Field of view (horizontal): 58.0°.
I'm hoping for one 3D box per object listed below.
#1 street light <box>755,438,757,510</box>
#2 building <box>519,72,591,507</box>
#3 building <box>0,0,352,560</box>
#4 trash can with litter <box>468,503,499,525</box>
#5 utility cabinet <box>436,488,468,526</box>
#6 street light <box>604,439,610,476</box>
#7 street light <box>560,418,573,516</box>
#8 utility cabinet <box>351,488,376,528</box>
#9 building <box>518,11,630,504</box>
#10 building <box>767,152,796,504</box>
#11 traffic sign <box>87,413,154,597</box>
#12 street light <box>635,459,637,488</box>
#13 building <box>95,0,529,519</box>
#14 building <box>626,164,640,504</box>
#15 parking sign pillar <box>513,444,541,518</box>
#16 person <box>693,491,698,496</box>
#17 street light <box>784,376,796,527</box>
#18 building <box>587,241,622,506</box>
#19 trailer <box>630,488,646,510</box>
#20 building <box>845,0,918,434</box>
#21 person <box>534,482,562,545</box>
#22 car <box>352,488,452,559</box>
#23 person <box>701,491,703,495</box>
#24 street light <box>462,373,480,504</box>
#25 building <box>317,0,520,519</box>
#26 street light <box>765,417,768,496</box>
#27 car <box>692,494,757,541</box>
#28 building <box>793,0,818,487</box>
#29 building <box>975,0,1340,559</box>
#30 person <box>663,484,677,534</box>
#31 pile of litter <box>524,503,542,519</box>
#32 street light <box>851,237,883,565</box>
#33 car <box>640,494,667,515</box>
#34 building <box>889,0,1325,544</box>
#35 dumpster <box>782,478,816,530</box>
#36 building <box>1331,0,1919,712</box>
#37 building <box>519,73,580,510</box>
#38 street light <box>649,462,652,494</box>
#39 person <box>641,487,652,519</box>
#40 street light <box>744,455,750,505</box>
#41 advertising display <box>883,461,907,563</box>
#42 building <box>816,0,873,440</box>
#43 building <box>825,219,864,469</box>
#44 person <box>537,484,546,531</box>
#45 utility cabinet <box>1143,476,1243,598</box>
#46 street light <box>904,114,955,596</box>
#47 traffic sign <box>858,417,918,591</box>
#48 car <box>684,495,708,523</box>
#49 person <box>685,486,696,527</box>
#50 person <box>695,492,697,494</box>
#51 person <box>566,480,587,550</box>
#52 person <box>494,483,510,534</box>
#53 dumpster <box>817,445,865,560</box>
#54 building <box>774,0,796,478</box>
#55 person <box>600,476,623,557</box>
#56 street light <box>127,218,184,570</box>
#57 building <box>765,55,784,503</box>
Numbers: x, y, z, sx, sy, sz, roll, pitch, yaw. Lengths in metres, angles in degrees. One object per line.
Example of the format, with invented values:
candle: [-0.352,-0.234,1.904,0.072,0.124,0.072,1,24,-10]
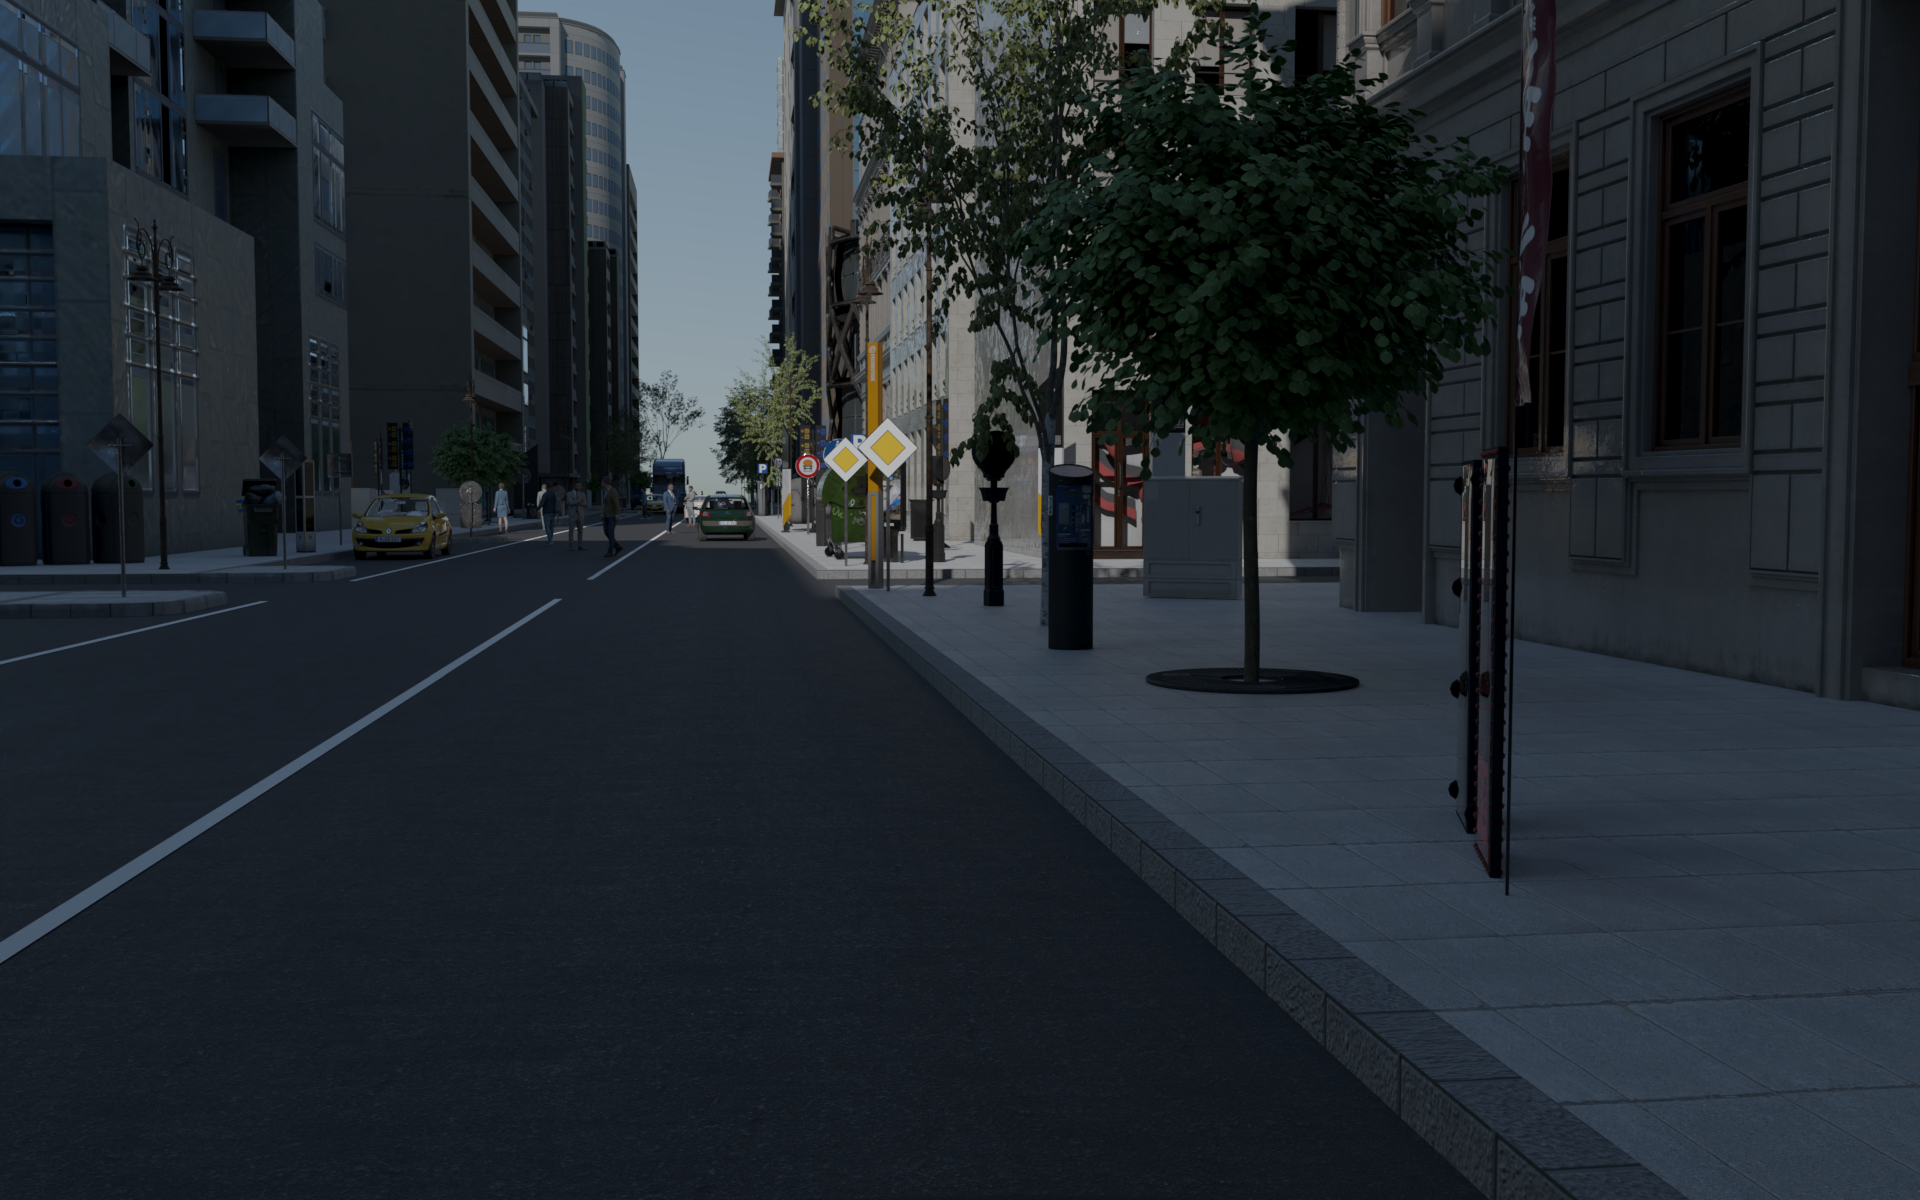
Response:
street light: [-16.887,-10.420,143.157,0.468,5.910,1.993,0,4,-8]
building: [-42.763,-29.360,163.624,14.154,41.232,14.086,0,4,-8]
building: [-29.442,-44.774,44.726,22.319,86.520,31.000,0,4,-8]
trash can with litter: [-19.892,-3.642,70.600,2.233,1.210,1.678,-1,4,-12]
utility cabinet: [-19.948,-3.631,68.050,1.173,1.500,0.318,0,3,0]
street light: [-28.983,-10.377,142.447,0.468,5.910,1.993,0,4,-8]
street light: [-23.890,-8.132,105.742,0.468,5.910,1.993,0,4,-8]
utility cabinet: [-22.444,-3.452,65.123,1.173,1.500,0.318,2,4,30]
building: [-52.588,-41.130,214.468,21.231,58.520,28.212,0,4,-8]
building: [-13.085,-34.566,219.784,22.147,44.769,28.867,0,4,-8]
traffic sign: [-10.409,-1.093,21.506,0.795,2.450,0.064,0,4,-8]
street light: [-35.085,-13.154,187.863,0.468,5.910,1.993,0,4,-8]
building: [-40.360,-49.077,115.088,22.319,86.520,31.000,0,4,-8]
building: [-55.865,-37.692,239.971,21.300,48.544,21.600,0,4,-8]
parking sign pillar: [-23.366,-6.412,93.305,1.447,3.967,1.447,0,4,-5]
person: [-31.495,-12.026,205.112,1.348,1.826,0.705,1,4,22]
street light: [-6.652,-5.826,68.042,0.468,5.910,1.993,0,4,-8]
building: [-45.730,-25.883,194.895,14.160,30.474,14.107,0,4,-8]
trailer: [-28.027,-8.814,151.162,1.471,1.999,3.904,0,4,-6]
building: [1.231,-15.007,74.238,11.050,23.489,19.941,0,4,-8]
person: [-11.496,-2.425,48.493,0.721,1.781,0.623,2,4,29]
car: [-12.630,-1.778,39.298,2.015,1.641,3.980,-1,4,-8]
person: [-31.745,-12.506,212.974,0.705,1.824,1.348,-1,4,-9]
street light: [-18.668,-5.717,66.264,0.468,5.910,1.993,0,4,-8]
building: [-34.547,-28.398,88.011,21.300,48.544,21.600,0,4,-8]
street light: [-11.677,-8.067,104.679,0.468,5.910,1.993,0,4,-8]
car: [-7.331,-2.709,54.072,2.009,1.686,4.222,-1,4,-10]
building: [-2.547,-36.370,136.646,21.231,58.520,28.212,0,4,-8]
building: [9.398,-11.289,39.328,16.860,20.320,10.420,0,4,-8]
person: [-10.481,-3.295,62.555,0.419,1.800,0.721,1,4,21]
pile of litter: [-21.852,-4.595,89.100,1.176,0.858,1.719,0,4,-6]
street light: [-1.679,-3.585,31.399,0.468,5.910,1.993,0,4,-8]
car: [-21.386,-6.795,121.327,2.015,1.641,3.980,-1,4,-9]
building: [3.714,-12.292,55.718,10.420,20.320,16.860,0,4,-8]
dumpster: [-5.622,-3.396,61.289,1.264,1.857,1.865,0,4,-8]
building: [10.534,-10.636,10.056,11.583,22.565,21.152,0,4,-8]
building: [-48.594,-27.625,143.543,32.217,40.220,23.993,0,4,-8]
street light: [-40.212,-15.424,224.969,0.468,5.910,1.993,0,4,-8]
person: [-17.807,-5.480,98.121,0.620,1.820,0.660,-1,4,-22]
street light: [-21.925,-12.661,179.792,0.468,5.910,1.993,0,4,-8]
advertising display: [-1.300,-1.672,32.543,0.123,1.923,0.974,-2,4,-32]
building: [-2.246,-28.478,115.729,14.600,45.320,14.200,0,4,-8]
building: [0.750,-14.131,98.498,16.820,18.784,16.811,0,4,-8]
person: [-16.250,-3.628,67.917,0.635,1.810,0.391,-1,4,-22]
utility cabinet: [2.855,-0.769,21.258,1.173,1.500,0.318,1,4,22]
street light: [-0.383,-2.987,21.620,0.468,5.910,1.993,0,4,-8]
traffic sign: [-0.948,-1.170,22.766,0.795,2.450,0.064,0,4,-8]
car: [-12.865,-4.571,87.092,2.083,1.381,4.827,0,4,-6]
person: [-11.865,-4.117,75.990,0.511,1.800,0.466,2,4,31]
person: [-36.306,-13.974,237.759,1.217,1.735,0.721,-2,4,-35]
person: [-9.769,-2.174,44.219,0.466,1.800,0.511,3,5,42]
person: [-16.358,-3.263,61.875,0.581,1.822,0.654,-2,4,-24]
dumpster: [-2.059,-1.960,34.546,1.502,2.255,1.985,0,4,-8]
building: [-2.831,-35.238,165.376,28.713,52.752,27.495,0,4,-8]
person: [-8.012,-1.913,39.681,0.656,1.842,0.836,1,4,20]
street light: [-13.549,-3.457,29.312,0.468,5.910,1.993,0,4,-8]
building: [-17.114,-57.214,248.116,22.319,86.520,31.000,0,4,-8]
